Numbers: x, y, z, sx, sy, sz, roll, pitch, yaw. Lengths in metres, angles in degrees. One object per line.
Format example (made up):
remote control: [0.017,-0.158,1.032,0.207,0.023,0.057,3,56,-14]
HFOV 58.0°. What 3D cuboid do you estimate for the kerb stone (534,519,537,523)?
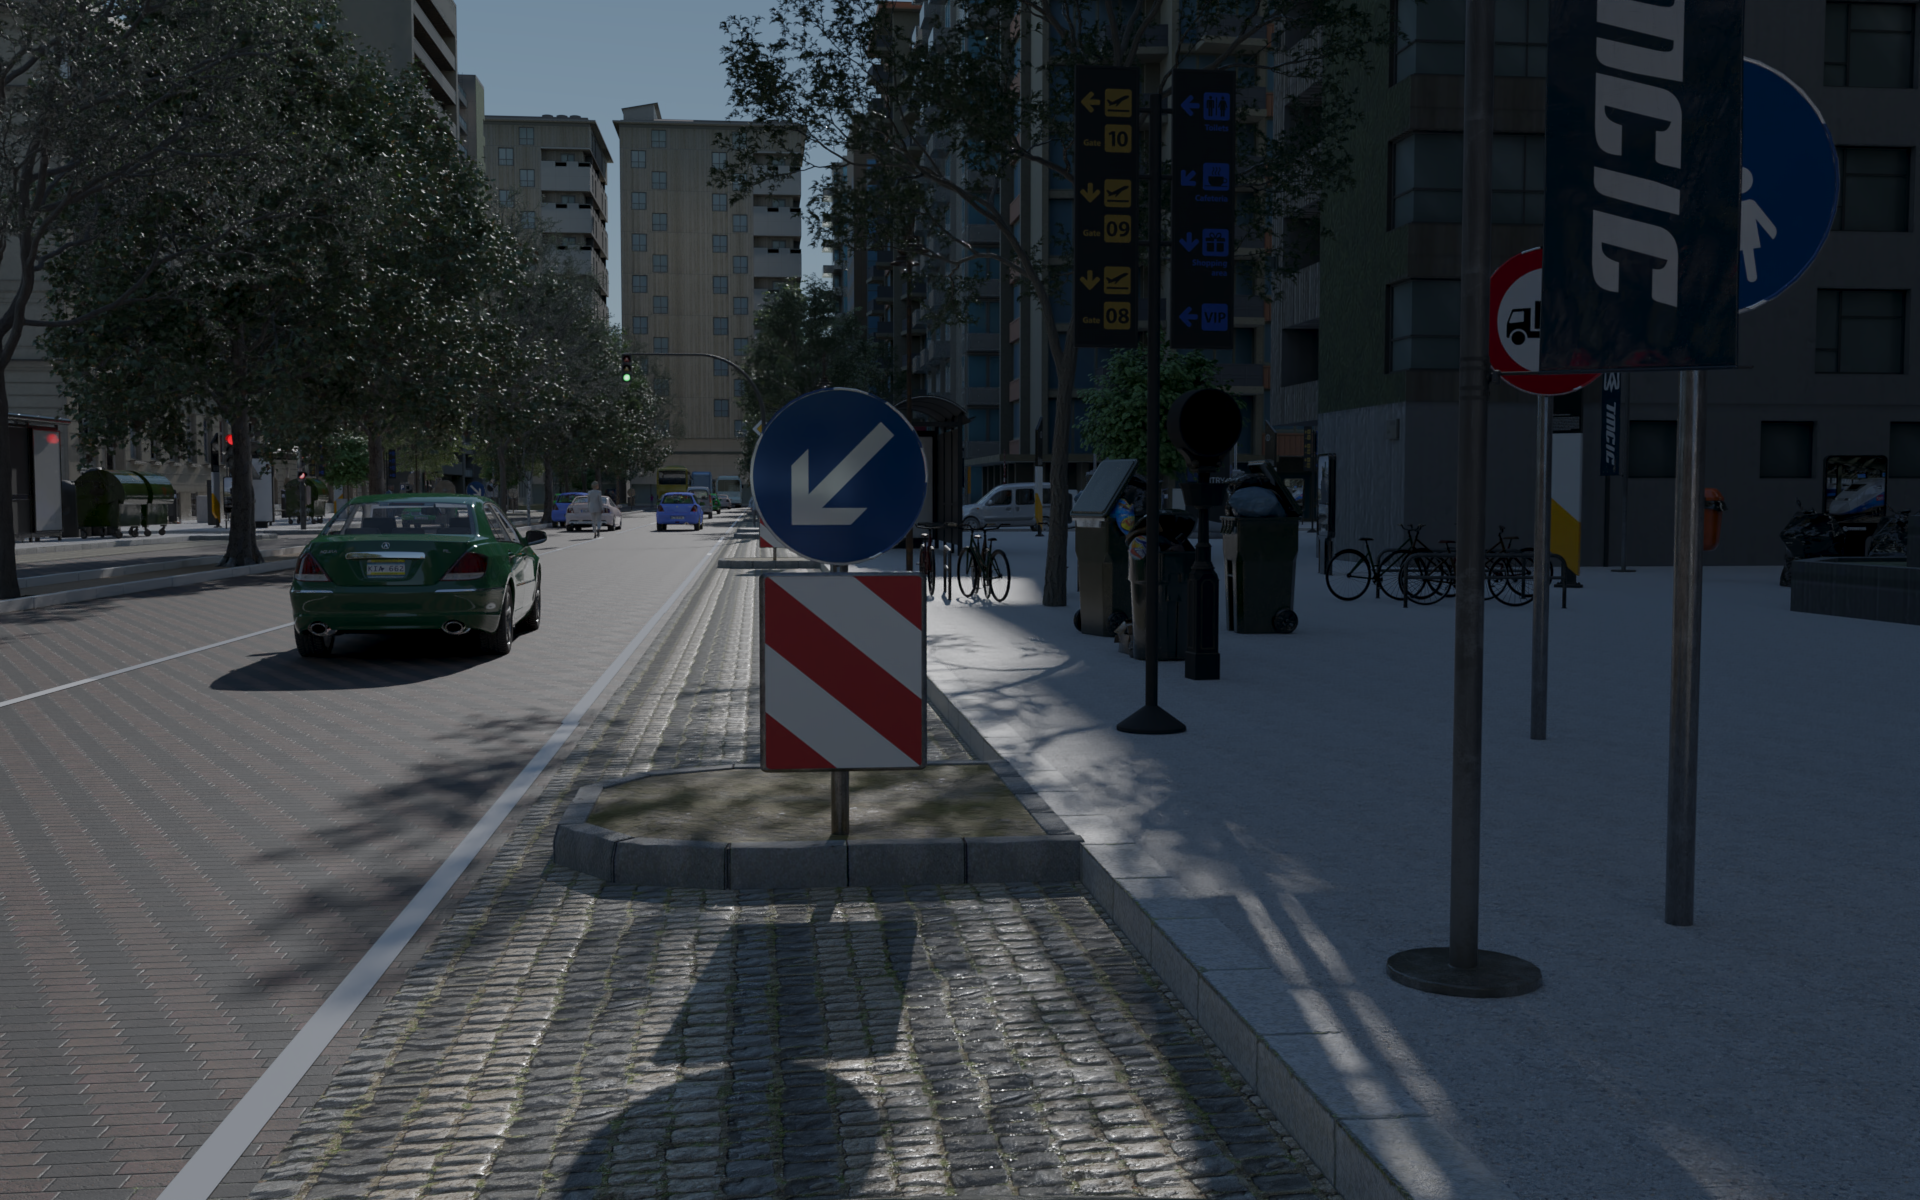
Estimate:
kerb stone: [-21.164,-3.870,85.554,0.120,0.150,1.000,0,4,-7]

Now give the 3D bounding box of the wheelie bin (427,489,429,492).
wheelie bin: [-34.838,-6.515,114.424,0.980,1.594,0.693,-1,4,-8]

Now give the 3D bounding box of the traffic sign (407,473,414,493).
traffic sign: [-32.853,-6.367,104.201,0.768,2.556,0.104,0,4,-4]

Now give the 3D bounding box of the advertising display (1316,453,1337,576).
advertising display: [5.845,-1.373,27.659,0.123,1.923,0.974,0,4,1]

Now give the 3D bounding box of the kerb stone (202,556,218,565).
kerb stone: [-15.294,-0.786,35.051,0.120,0.150,1.000,0,4,-7]

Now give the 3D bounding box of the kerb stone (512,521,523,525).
kerb stone: [-20.570,-3.562,80.472,0.120,0.150,1.000,0,4,-7]

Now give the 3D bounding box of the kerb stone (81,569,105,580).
kerb stone: [-14.587,-0.412,28.938,0.120,0.150,1.000,0,4,-7]

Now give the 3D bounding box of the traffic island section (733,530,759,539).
traffic island section: [-6.363,-2.092,56.486,2.009,0.180,2.903,0,4,-7]

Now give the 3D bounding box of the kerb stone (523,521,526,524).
kerb stone: [-20.687,-3.627,81.492,0.120,0.150,1.000,0,4,-7]

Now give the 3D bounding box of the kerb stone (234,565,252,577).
kerb stone: [-12.631,-0.495,30.286,0.120,0.150,1.000,0,4,-7]

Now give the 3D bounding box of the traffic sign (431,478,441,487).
traffic sign: [-32.800,-6.507,108.511,0.606,2.300,0.079,0,4,-3]

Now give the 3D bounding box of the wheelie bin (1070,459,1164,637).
wheelie bin: [1.435,-0.483,15.812,0.693,1.594,0.980,-2,4,-26]

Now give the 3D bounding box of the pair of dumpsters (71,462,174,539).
pair of dumpsters: [-24.839,-2.993,51.431,1.574,2.255,4.437,0,4,-7]

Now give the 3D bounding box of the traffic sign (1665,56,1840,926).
traffic sign: [2.151,-0.305,5.101,0.768,2.556,0.104,0,4,2]

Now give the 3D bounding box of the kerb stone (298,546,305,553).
kerb stone: [-16.132,-1.223,42.196,0.120,0.150,1.000,0,4,-7]

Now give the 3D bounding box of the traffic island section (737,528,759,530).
traffic island section: [-7.284,-2.577,64.418,2.009,0.180,2.903,0,4,-7]

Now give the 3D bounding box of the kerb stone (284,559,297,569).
kerb stone: [-12.985,-0.682,33.340,0.120,0.150,1.000,0,4,-7]

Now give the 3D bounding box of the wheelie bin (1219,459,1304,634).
wheelie bin: [2.777,-0.499,16.068,0.693,1.594,0.980,0,4,-5]

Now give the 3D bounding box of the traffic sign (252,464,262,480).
traffic sign: [-26.543,-3.957,64.706,0.884,2.594,0.081,0,4,-6]

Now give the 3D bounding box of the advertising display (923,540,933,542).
advertising display: [-0.866,-2.493,45.979,0.123,1.923,0.974,-2,4,-33]

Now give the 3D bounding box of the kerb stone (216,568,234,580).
kerb stone: [-12.516,-0.432,29.262,0.120,0.150,1.000,0,4,-7]

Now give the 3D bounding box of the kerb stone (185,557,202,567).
kerb stone: [-15.175,-0.724,34.036,0.120,0.150,1.000,0,4,-7]

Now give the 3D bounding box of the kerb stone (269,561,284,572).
kerb stone: [-12.867,-0.620,32.324,0.120,0.150,1.000,0,4,-7]

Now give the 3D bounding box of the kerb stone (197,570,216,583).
kerb stone: [-12.393,-0.370,28.246,0.120,0.150,1.000,0,4,-7]

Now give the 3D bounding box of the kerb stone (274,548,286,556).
kerb stone: [-15.890,-1.095,40.149,0.120,0.150,1.000,0,4,-7]

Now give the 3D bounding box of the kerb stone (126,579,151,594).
kerb stone: [-12.036,-0.183,25.187,0.120,0.150,1.000,0,4,-7]

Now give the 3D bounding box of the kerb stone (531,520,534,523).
kerb stone: [-21.056,-3.813,84.537,0.120,0.150,1.000,0,4,-7]

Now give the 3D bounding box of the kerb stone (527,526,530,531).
kerb stone: [-16.953,-2.768,67.445,0.120,0.150,1.000,0,4,-7]

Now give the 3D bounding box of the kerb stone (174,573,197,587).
kerb stone: [-12.268,-0.308,27.226,0.120,0.150,1.000,0,4,-7]

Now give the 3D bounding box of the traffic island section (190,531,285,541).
traffic island section: [-22.795,-1.976,54.589,2.009,0.180,2.903,0,4,-7]

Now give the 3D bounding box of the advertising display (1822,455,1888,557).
advertising display: [14.759,-1.430,28.598,0.974,1.923,0.123,0,4,8]

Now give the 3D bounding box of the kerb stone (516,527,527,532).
kerb stone: [-16.828,-2.705,66.430,0.120,0.150,1.000,0,4,-7]

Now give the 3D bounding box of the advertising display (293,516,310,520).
advertising display: [-32.551,-4.915,85.577,0.974,1.923,0.123,1,4,14]

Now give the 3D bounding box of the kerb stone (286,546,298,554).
kerb stone: [-16.005,-1.161,41.172,0.120,0.150,1.000,0,4,-7]

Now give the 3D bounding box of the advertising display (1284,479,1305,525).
advertising display: [14.014,-4.125,72.650,0.974,1.923,0.123,3,5,45]

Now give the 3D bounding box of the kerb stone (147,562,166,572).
kerb stone: [-14.945,-0.594,31.992,0.120,0.150,1.000,0,4,-7]

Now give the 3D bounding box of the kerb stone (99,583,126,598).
kerb stone: [-11.918,-0.120,24.163,0.120,0.150,1.000,0,4,-7]

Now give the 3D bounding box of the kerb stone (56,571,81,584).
kerb stone: [-14.476,-0.350,27.922,0.120,0.150,1.000,0,4,-7]

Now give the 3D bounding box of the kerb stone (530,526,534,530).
kerb stone: [-17.068,-2.830,68.465,0.120,0.150,1.000,0,4,-7]

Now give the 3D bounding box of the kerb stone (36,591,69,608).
kerb stone: [-11.681,0.009,22.133,0.120,0.150,1.000,0,4,-7]

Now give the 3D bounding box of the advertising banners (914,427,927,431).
advertising banners: [-1.820,-2.873,43.153,2.074,3.025,0.090,-1,4,-14]

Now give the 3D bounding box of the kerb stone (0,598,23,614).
kerb stone: [-11.567,0.072,21.110,0.120,0.150,1.000,0,4,-7]

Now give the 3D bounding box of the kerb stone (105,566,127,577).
kerb stone: [-14.705,-0.472,29.954,0.120,0.150,1.000,0,4,-7]

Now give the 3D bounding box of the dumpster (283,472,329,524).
dumpster: [-27.997,-4.380,74.103,1.502,2.255,1.985,0,4,-7]

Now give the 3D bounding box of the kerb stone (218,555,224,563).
kerb stone: [-15.418,-0.845,36.077,0.120,0.150,1.000,0,4,-7]

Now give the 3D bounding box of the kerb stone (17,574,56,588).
kerb stone: [-14.350,-0.284,26.908,0.120,0.150,1.000,0,4,-7]

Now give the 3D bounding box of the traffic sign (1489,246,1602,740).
traffic sign: [3.029,-0.544,8.993,0.768,2.556,0.104,0,3,0]

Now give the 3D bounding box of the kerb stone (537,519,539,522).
kerb stone: [-21.281,-3.934,86.569,0.120,0.150,1.000,0,4,-7]

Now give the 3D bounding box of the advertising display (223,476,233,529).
advertising display: [-26.548,-3.572,63.620,0.974,1.923,0.123,0,4,-1]

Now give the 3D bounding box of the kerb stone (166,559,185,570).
kerb stone: [-15.056,-0.656,33.013,0.120,0.150,1.000,0,4,-7]

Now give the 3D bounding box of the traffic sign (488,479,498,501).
traffic sign: [-32.596,-7.333,121.075,0.795,2.450,0.064,0,4,1]

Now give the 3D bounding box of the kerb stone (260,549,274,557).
kerb stone: [-15.771,-1.036,39.134,0.120,0.150,1.000,0,4,-7]

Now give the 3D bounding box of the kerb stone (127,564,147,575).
kerb stone: [-14.820,-0.535,30.977,0.120,0.150,1.000,0,4,-7]

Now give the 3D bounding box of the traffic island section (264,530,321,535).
traffic island section: [-23.716,-2.461,62.521,2.009,0.180,2.903,0,4,-7]

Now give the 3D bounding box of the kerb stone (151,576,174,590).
kerb stone: [-12.163,-0.244,26.210,0.120,0.150,1.000,0,4,-7]

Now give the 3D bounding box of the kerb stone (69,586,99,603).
kerb stone: [-11.798,-0.058,23.148,0.120,0.150,1.000,0,4,-7]

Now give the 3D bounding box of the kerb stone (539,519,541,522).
kerb stone: [-21.399,-3.998,87.584,0.120,0.150,1.000,0,4,-7]

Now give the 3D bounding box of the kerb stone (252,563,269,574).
kerb stone: [-12.744,-0.557,31.310,0.120,0.150,1.000,0,4,-7]

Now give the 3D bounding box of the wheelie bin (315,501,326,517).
wheelie bin: [-35.832,-5.438,96.827,0.980,1.594,0.693,-3,5,-42]

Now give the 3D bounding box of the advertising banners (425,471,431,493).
advertising banners: [-33.755,-6.955,109.898,0.090,3.025,2.074,-2,4,-26]
